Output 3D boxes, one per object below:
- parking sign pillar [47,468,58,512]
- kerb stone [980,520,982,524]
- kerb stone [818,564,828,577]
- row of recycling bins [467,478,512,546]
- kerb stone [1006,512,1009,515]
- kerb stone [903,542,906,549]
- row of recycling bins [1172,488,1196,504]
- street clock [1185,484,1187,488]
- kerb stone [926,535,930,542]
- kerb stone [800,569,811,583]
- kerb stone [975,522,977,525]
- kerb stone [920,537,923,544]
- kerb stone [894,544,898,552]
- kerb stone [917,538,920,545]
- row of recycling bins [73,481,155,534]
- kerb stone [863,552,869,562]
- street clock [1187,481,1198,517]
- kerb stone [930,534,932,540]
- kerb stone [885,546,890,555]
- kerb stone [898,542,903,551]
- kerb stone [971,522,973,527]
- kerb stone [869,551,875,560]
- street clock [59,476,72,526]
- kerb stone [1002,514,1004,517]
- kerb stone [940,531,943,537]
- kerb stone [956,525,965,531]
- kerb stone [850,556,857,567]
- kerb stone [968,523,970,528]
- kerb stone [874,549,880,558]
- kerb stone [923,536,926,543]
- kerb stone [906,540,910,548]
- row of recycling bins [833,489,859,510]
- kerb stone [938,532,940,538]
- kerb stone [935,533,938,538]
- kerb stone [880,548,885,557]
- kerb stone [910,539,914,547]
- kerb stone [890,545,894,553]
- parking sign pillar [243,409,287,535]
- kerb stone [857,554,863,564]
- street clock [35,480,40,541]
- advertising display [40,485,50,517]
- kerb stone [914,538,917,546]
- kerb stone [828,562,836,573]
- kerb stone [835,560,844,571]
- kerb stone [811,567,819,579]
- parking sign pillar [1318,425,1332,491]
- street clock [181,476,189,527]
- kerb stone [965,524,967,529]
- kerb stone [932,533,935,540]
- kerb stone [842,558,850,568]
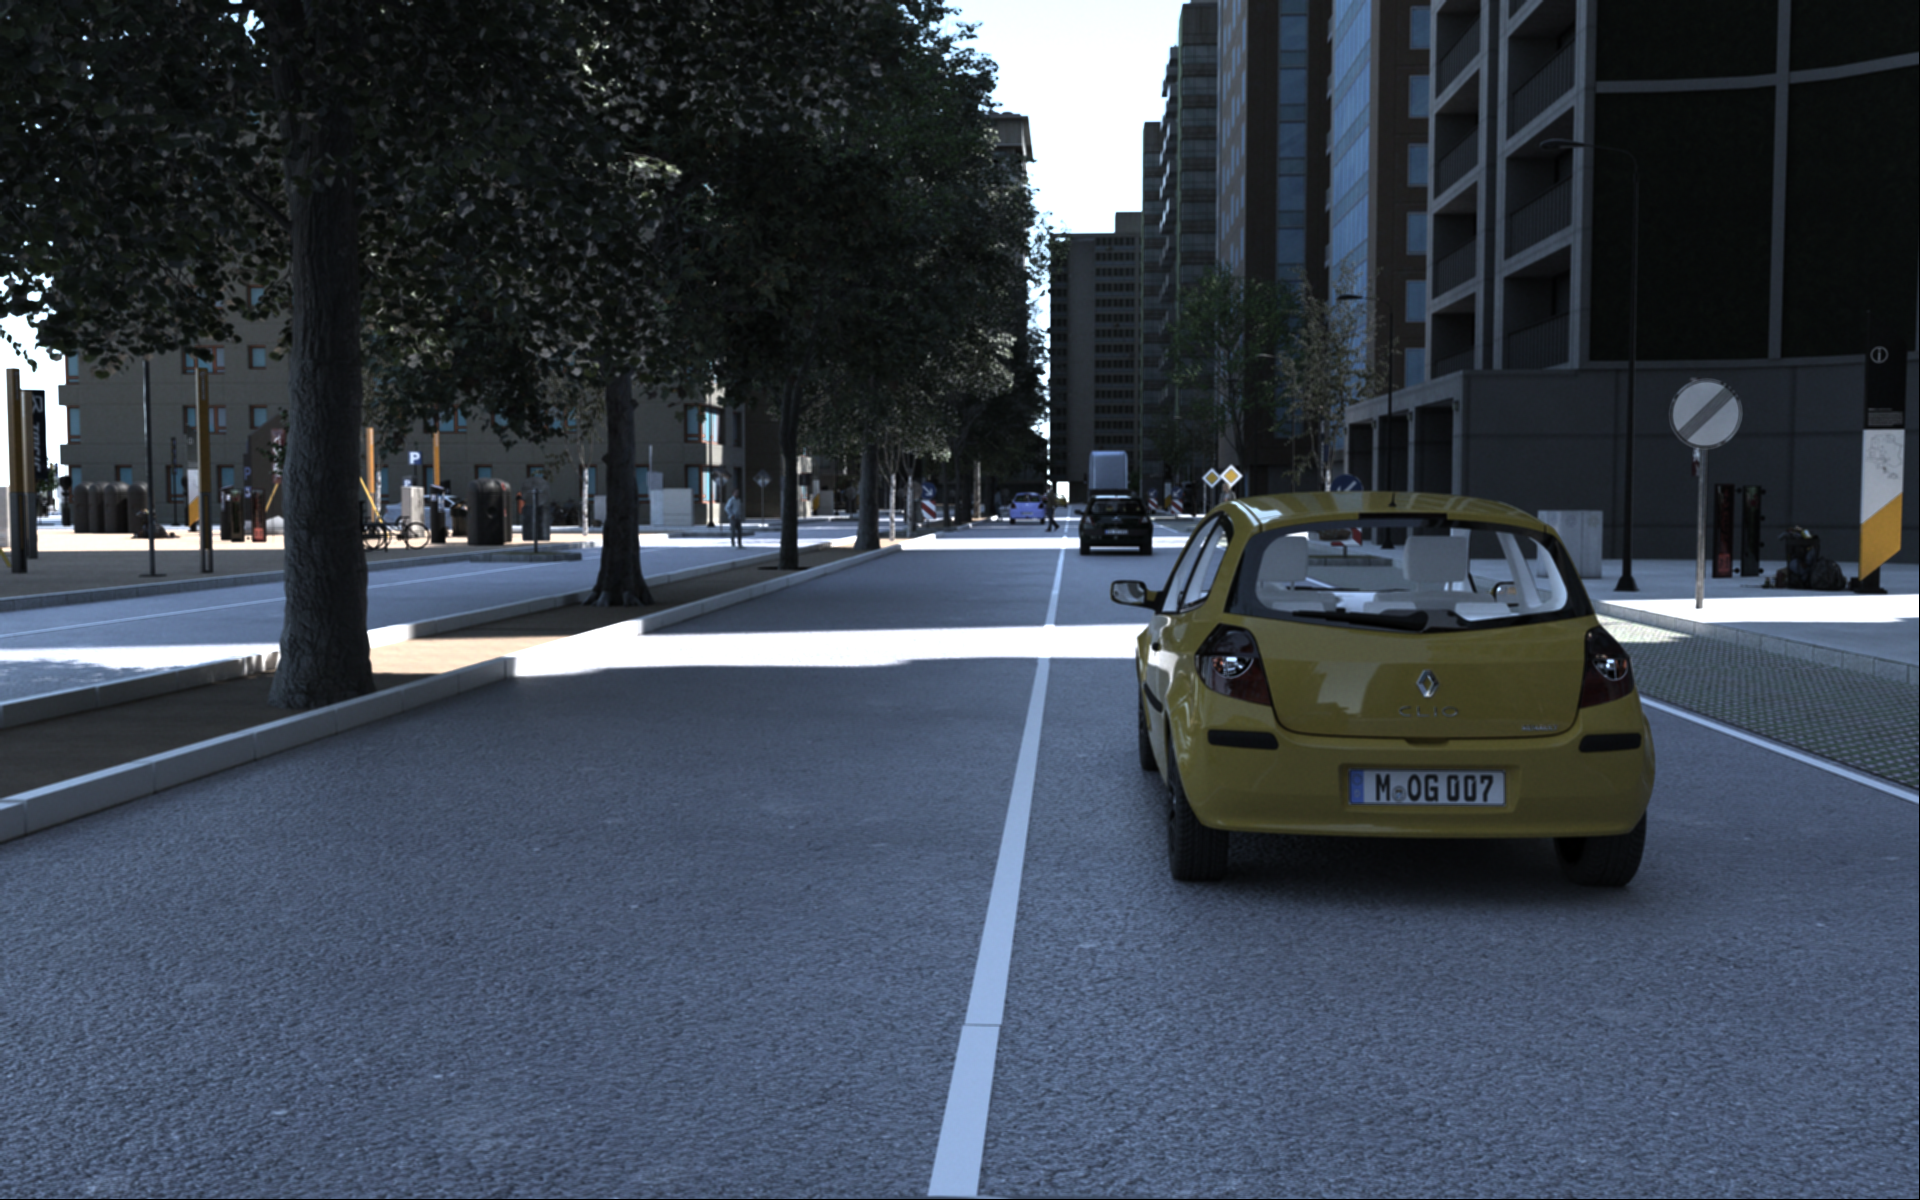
[{"bbox_3d":[-66.190,-8.372,125.347,1.447,3.967,1.447,0,4,0],"label":"parking sign pillar"},{"bbox_3d":[0.809,-3.585,80.936,0.120,0.150,1.000,0,4,4],"label":"kerb stone"},{"bbox_3d":[-2.489,-0.494,30.280,0.120,0.150,1.000,0,4,4],"label":"kerb stone"},{"bbox_3d":[-12.174,-2.300,44.723,1.069,1.692,3.534,-1,4,-10],"label":"row of recycling bins"},{"bbox_3d":[2.987,-5.657,114.691,0.120,0.150,1.000,0,4,4],"label":"kerb stone"},{"bbox_3d":[-1.553,-1.366,44.603,0.120,0.150,1.000,0,4,4],"label":"kerb stone"},{"bbox_3d":[15.419,-6.832,118.815,1.069,1.692,3.534,0,4,-8],"label":"row of recycling bins"},{"bbox_3d":[16.030,-7.168,121.773,0.358,2.002,0.471,3,5,44],"label":"street clock"},{"bbox_3d":[-1.088,-1.809,51.778,0.120,0.150,1.000,0,4,4],"label":"kerb stone"},{"bbox_3d":[-2.611,-0.370,28.240,0.120,0.150,1.000,0,4,4],"label":"kerb stone"},{"bbox_3d":[0.542,-3.343,76.846,0.120,0.150,1.000,0,4,4],"label":"kerb stone"},{"bbox_3d":[-1.226,-1.681,49.716,0.120,0.150,1.000,0,4,4],"label":"kerb stone"},{"bbox_3d":[-1.684,-1.246,42.563,0.120,0.150,1.000,0,4,4],"label":"kerb stone"},{"bbox_3d":[-1.293,-1.620,48.690,0.120,0.150,1.000,0,4,4],"label":"kerb stone"},{"bbox_3d":[-27.809,-3.044,56.879,3.534,1.692,1.069,2,4,29],"label":"row of recycling bins"},{"bbox_3d":[-2.085,-0.866,36.426,0.120,0.150,1.000,0,4,4],"label":"kerb stone"},{"bbox_3d":[13.277,-5.722,98.122,0.358,2.002,0.471,2,4,26],"label":"street clock"},{"bbox_3d":[-1.022,-1.871,52.798,0.120,0.150,1.000,0,4,4],"label":"kerb stone"},{"bbox_3d":[-1.815,-1.121,40.519,0.120,0.150,1.000,0,4,4],"label":"kerb stone"},{"bbox_3d":[-1.613,-1.308,43.583,0.120,0.150,1.000,0,4,4],"label":"kerb stone"},{"bbox_3d":[0.346,-3.154,73.761,0.120,0.150,1.000,0,4,4],"label":"kerb stone"},{"bbox_3d":[-2.013,-0.931,37.447,0.120,0.150,1.000,0,4,4],"label":"kerb stone"},{"bbox_3d":[-35.388,-3.914,68.569,0.358,2.002,0.471,1,4,11],"label":"street clock"},{"bbox_3d":[2.466,-5.153,106.499,0.120,0.150,1.000,0,4,4],"label":"kerb stone"},{"bbox_3d":[-0.747,-2.121,56.877,0.120,0.150,1.000,0,4,4],"label":"kerb stone"},{"bbox_3d":[0.017,-2.838,68.655,0.120,0.150,1.000,0,4,4],"label":"kerb stone"},{"bbox_3d":[-2.218,-0.744,34.375,0.120,0.150,1.000,0,4,4],"label":"kerb stone"},{"bbox_3d":[0.208,-3.029,71.716,0.120,0.150,1.000,0,4,4],"label":"kerb stone"},{"bbox_3d":[-1.954,-0.996,38.474,0.120,0.150,1.000,0,4,4],"label":"kerb stone"},{"bbox_3d":[-1.161,-1.746,50.745,0.120,0.150,1.000,0,4,4],"label":"kerb stone"},{"bbox_3d":[-1.496,-1.433,45.624,0.120,0.150,1.000,0,4,4],"label":"kerb stone"},{"bbox_3d":[-8.997,-8.131,140.048,3.534,1.692,1.069,3,5,41],"label":"row of recycling bins"},{"bbox_3d":[-0.828,-2.059,55.858,0.120,0.150,1.000,0,4,4],"label":"kerb stone"},{"bbox_3d":[-0.887,-1.993,54.837,0.120,0.150,1.000,0,4,4],"label":"kerb stone"},{"bbox_3d":[-1.891,-1.055,39.496,0.120,0.150,1.000,0,4,4],"label":"kerb stone"},{"bbox_3d":[-1.424,-1.493,46.643,0.120,0.150,1.000,0,4,4],"label":"kerb stone"},{"bbox_3d":[-1.759,-1.178,41.543,0.120,0.150,1.000,0,4,4],"label":"kerb stone"},{"bbox_3d":[-21.748,-4.024,54.257,1.447,3.967,1.447,2,4,33],"label":"parking sign pillar"},{"bbox_3d":[-2.148,-0.800,35.401,0.120,0.150,1.000,0,4,4],"label":"kerb stone"},{"bbox_3d":[-25.033,-2.577,46.696,0.471,2.002,0.358,0,4,-6],"label":"street clock"},{"bbox_3d":[-50.677,-5.546,95.898,0.974,1.923,0.123,3,5,39],"label":"advertising display"},{"bbox_3d":[-1.358,-1.558,47.663,0.120,0.150,1.000,0,4,4],"label":"kerb stone"},{"bbox_3d":[-2.411,-0.557,31.304,0.120,0.150,1.000,0,4,4],"label":"kerb stone"},{"bbox_3d":[-2.346,-0.620,32.328,0.120,0.150,1.000,0,4,4],"label":"kerb stone"},{"bbox_3d":[-2.550,-0.432,29.260,0.120,0.150,1.000,0,4,4],"label":"kerb stone"},{"bbox_3d":[14.437,-4.899,68.567,1.447,3.967,1.447,1,4,17],"label":"parking sign pillar"},{"bbox_3d":[-30.490,-3.903,68.377,0.358,2.002,0.471,0,4,6],"label":"street clock"},{"bbox_3d":[0.076,-2.901,69.676,0.120,0.150,1.000,0,4,4],"label":"kerb stone"},{"bbox_3d":[-0.954,-1.931,53.817,0.120,0.150,1.000,0,4,4],"label":"kerb stone"},{"bbox_3d":[-2.288,-0.682,33.349,0.120,0.150,1.000,0,4,4],"label":"kerb stone"}]
